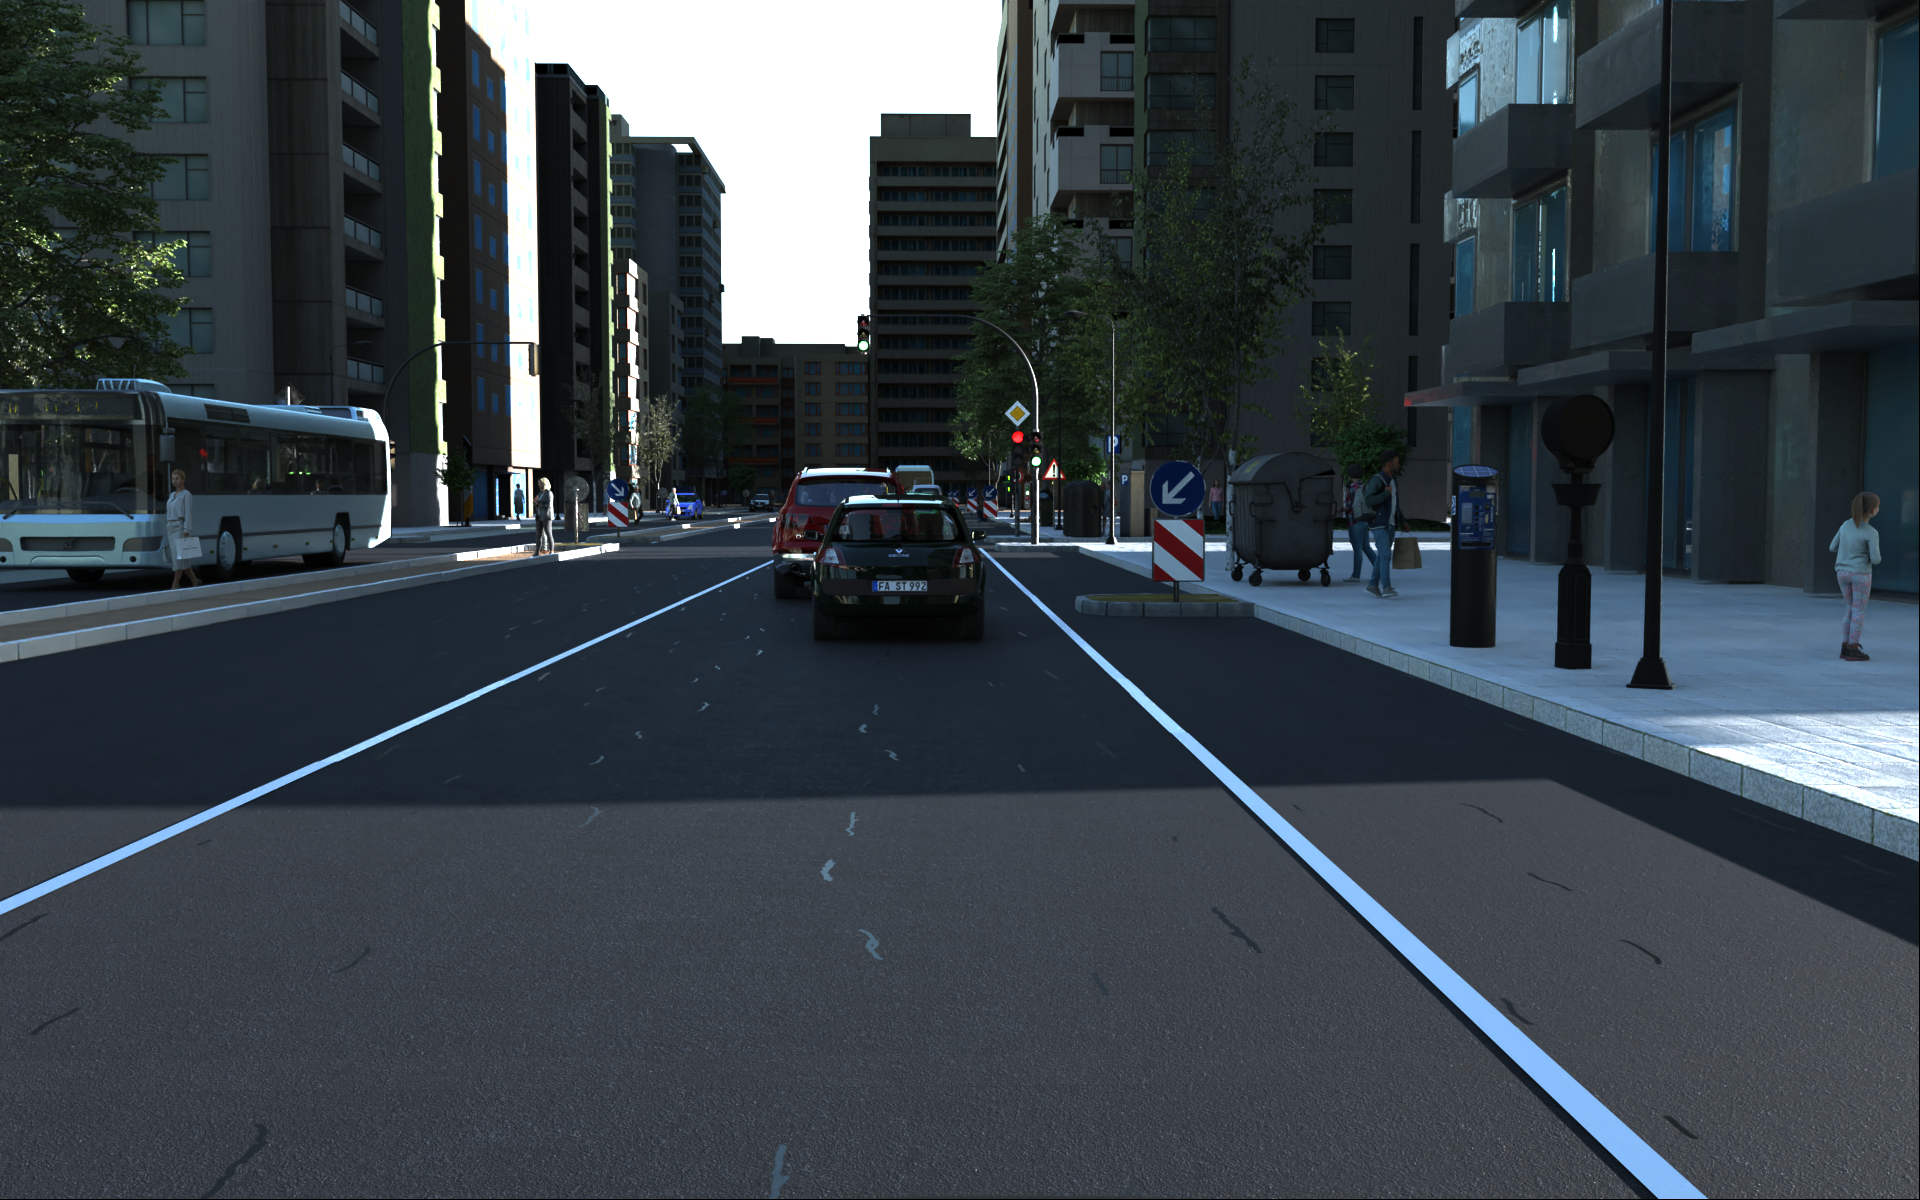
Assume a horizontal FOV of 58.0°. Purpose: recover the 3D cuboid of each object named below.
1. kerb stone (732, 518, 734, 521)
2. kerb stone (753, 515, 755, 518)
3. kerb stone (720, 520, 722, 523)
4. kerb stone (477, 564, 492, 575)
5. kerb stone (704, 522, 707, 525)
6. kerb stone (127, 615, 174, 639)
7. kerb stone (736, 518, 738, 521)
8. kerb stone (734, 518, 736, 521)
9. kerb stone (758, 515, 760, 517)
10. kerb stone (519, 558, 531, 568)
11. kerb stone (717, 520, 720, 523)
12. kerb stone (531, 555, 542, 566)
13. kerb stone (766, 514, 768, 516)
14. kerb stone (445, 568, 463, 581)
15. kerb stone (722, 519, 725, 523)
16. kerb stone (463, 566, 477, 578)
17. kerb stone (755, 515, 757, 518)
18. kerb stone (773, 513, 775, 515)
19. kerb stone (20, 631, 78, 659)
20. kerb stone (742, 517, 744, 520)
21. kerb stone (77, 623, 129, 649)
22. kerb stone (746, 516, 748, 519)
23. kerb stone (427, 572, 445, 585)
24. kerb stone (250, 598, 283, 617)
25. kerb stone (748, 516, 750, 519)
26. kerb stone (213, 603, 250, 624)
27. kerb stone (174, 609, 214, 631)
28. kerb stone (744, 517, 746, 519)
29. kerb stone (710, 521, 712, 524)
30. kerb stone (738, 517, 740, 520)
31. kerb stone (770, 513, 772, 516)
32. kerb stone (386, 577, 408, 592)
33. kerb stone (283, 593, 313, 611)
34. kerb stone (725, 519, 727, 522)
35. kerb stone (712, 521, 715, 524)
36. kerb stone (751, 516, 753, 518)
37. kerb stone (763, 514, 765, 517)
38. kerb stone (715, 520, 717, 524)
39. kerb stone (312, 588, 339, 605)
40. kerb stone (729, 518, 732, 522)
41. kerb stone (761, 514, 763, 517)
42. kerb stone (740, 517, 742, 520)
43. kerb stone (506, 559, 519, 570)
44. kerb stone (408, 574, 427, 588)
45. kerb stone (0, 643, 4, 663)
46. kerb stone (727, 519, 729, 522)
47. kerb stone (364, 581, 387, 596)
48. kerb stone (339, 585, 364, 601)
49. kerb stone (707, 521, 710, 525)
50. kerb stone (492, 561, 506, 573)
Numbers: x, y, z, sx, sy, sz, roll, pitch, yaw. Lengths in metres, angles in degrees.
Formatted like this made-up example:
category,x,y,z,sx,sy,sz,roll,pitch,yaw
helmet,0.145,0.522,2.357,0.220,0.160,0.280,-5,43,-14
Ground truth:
category,x,y,z,sx,sy,sz,roll,pitch,yaw
kerb stone,-11.983,-4.138,89.847,0.120,0.150,1.000,0,4,-1
kerb stone,-12.234,-4.827,101.113,0.120,0.150,1.000,0,4,-1
kerb stone,-11.870,-3.825,84.731,0.120,0.150,1.000,0,4,-1
kerb stone,-8.572,-0.529,30.851,0.120,0.150,1.000,0,4,-1
kerb stone,-11.723,-3.447,78.596,0.120,0.150,1.000,0,4,-1
kerb stone,-8.264,0.285,17.539,0.120,0.150,1.000,0,4,-1
kerb stone,-12.022,-4.261,91.892,0.120,0.150,1.000,0,4,-1
kerb stone,-12.001,-4.196,90.870,0.120,0.150,1.000,0,4,-1
kerb stone,-12.298,-5.016,104.200,0.120,0.150,1.000,0,4,-1
kerb stone,-8.631,-0.716,33.927,0.120,0.150,1.000,0,4,-1
kerb stone,-11.842,-3.762,83.709,0.120,0.150,1.000,0,4,-1
kerb stone,-8.654,-0.774,34.950,0.120,0.150,1.000,0,4,-1
kerb stone,-12.407,-5.329,109.317,0.120,0.150,1.000,0,4,-1
kerb stone,-8.508,-0.398,28.807,0.120,0.150,1.000,0,4,-1
kerb stone,-11.888,-3.885,85.753,0.120,0.150,1.000,0,4,-1
kerb stone,-8.545,-0.466,29.828,0.120,0.150,1.000,0,4,-1
kerb stone,-12.253,-4.890,102.139,0.120,0.150,1.000,0,4,-1
kerb stone,-12.524,-5.638,114.443,0.120,0.150,1.000,0,4,-1
kerb stone,-8.218,0.410,15.496,0.120,0.150,1.000,0,4,-1
kerb stone,-12.099,-4.451,94.967,0.120,0.150,1.000,0,4,-1
kerb stone,-8.245,0.347,16.517,0.120,0.150,1.000,0,4,-1
kerb stone,-12.143,-4.575,97.021,0.120,0.150,1.000,0,4,-1
kerb stone,-8.500,-0.341,27.772,0.120,0.150,1.000,0,4,-1
kerb stone,-8.332,0.097,20.611,0.120,0.150,1.000,0,4,-1
kerb stone,-12.163,-4.639,98.043,0.120,0.150,1.000,0,4,-1
kerb stone,-8.320,0.159,19.589,0.120,0.150,1.000,0,4,-1
kerb stone,-8.285,0.222,18.563,0.120,0.150,1.000,0,4,-1
kerb stone,-12.108,-4.512,95.999,0.120,0.150,1.000,0,4,-1
kerb stone,-11.781,-3.572,80.640,0.120,0.150,1.000,0,4,-1
kerb stone,-12.046,-4.326,92.920,0.120,0.150,1.000,0,4,-1
kerb stone,-12.474,-5.517,112.397,0.120,0.150,1.000,0,4,-1
kerb stone,-8.455,-0.216,25.729,0.120,0.150,1.000,0,4,-1
kerb stone,-8.355,0.038,21.633,0.120,0.150,1.000,0,4,-1
kerb stone,-11.912,-3.950,86.778,0.120,0.150,1.000,0,4,-1
kerb stone,-11.797,-3.634,81.664,0.120,0.150,1.000,0,4,-1
kerb stone,-12.208,-4.763,100.091,0.120,0.150,1.000,0,4,-1
kerb stone,-12.362,-5.204,107.273,0.120,0.150,1.000,0,4,-1
kerb stone,-11.827,-3.697,82.686,0.120,0.150,1.000,0,4,-1
kerb stone,-8.384,-0.028,22.654,0.120,0.150,1.000,0,4,-1
kerb stone,-11.955,-4.072,88.826,0.120,0.150,1.000,0,4,-1
kerb stone,-12.347,-5.140,106.251,0.120,0.150,1.000,0,4,-1
kerb stone,-12.076,-4.388,93.942,0.120,0.150,1.000,0,4,-1
kerb stone,-8.609,-0.654,32.905,0.120,0.150,1.000,0,4,-1
kerb stone,-8.472,-0.279,26.751,0.120,0.150,1.000,0,4,-1
kerb stone,-8.196,0.472,14.474,0.120,0.150,1.000,0,4,-1
kerb stone,-11.943,-4.013,87.800,0.120,0.150,1.000,0,4,-1
kerb stone,-8.429,-0.149,24.707,0.120,0.150,1.000,0,4,-1
kerb stone,-8.407,-0.091,23.681,0.120,0.150,1.000,0,4,-1
kerb stone,-11.751,-3.512,79.618,0.120,0.150,1.000,0,4,-1
kerb stone,-8.584,-0.587,31.874,0.120,0.150,1.000,0,4,-1
